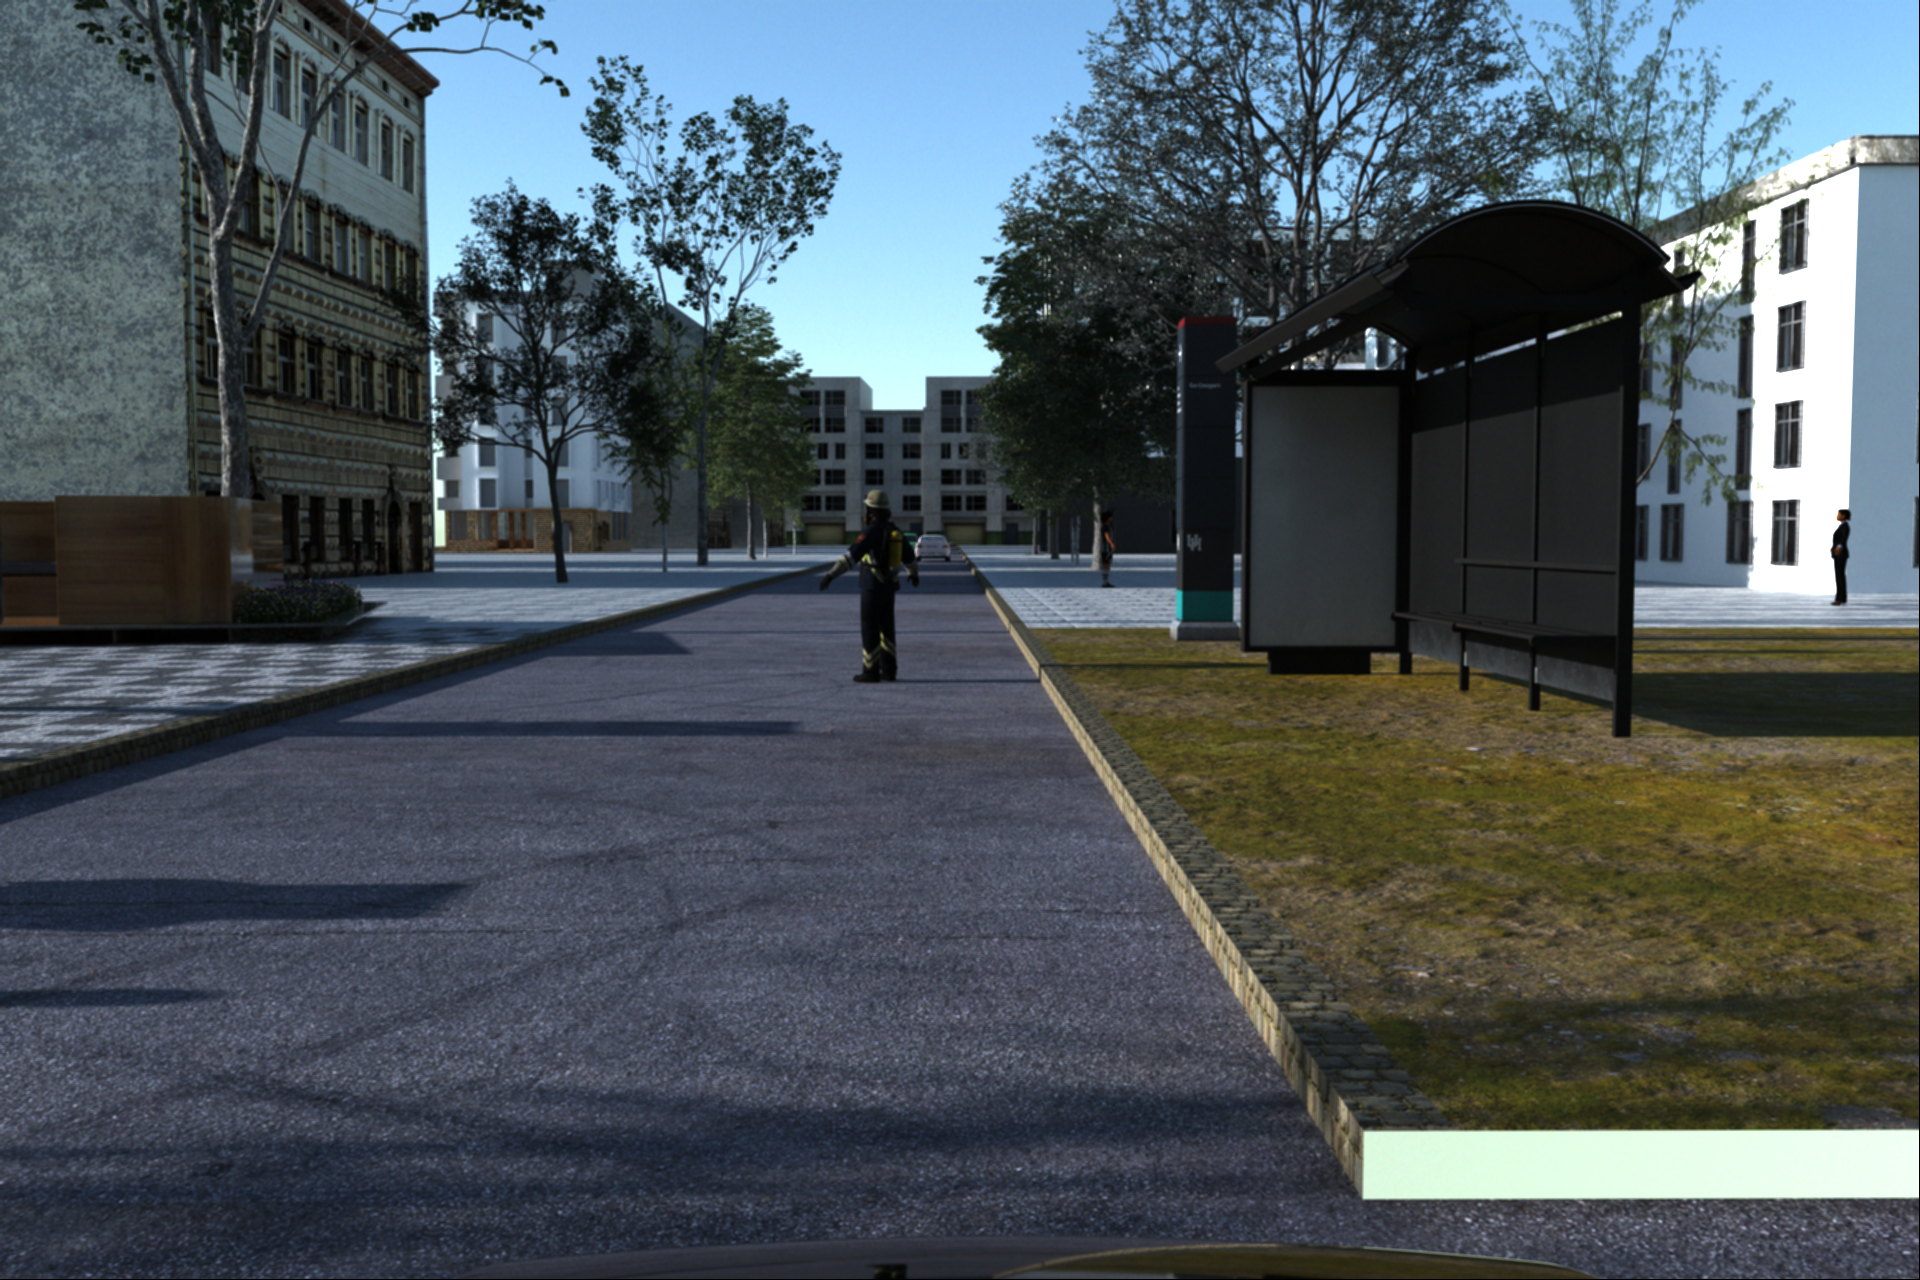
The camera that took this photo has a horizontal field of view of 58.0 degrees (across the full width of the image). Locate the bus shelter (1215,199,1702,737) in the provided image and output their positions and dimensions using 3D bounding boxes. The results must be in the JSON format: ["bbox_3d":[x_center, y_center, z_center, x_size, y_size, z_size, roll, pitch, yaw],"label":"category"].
[{"bbox_3d":[3.416,-1.184,13.277,2.014,3.302,5.546,0,4,-1],"label":"bus shelter"}]

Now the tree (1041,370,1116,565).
[{"bbox_3d":[4.874,-7.395,71.276,4.737,8.622,4.395,0,3,0],"label":"tree"}]

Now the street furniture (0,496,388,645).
[{"bbox_3d":[-10.465,-1.017,23.477,9.812,1.723,11.010,-1,4,-14],"label":"street furniture"}]

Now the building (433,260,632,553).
[{"bbox_3d":[-30.389,-16.184,121.029,16.016,20.090,11.380,0,4,0],"label":"building"}]

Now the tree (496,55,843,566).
[{"bbox_3d":[-11.831,-13.119,70.379,12.611,20.169,13.585,0,3,0],"label":"tree"}]

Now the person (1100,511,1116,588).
[{"bbox_3d":[3.550,-2.162,41.497,0.704,1.843,1.345,0,4,-1],"label":"person"}]

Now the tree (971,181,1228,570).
[{"bbox_3d":[4.892,-9.429,60.825,9.857,13.997,8.962,0,3,0],"label":"tree"}]

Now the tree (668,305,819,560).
[{"bbox_3d":[-10.879,-10.298,86.500,7.486,12.596,7.792,0,3,0],"label":"tree"}]

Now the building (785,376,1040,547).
[{"bbox_3d":[-3.524,-20.326,201.242,31.486,18.905,16.747,0,4,2],"label":"building"}]

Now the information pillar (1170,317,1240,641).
[{"bbox_3d":[2.977,-1.934,21.002,0.750,3.857,0.750,0,4,1],"label":"information pillar"}]

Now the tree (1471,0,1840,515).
[{"bbox_3d":[8.364,-4.371,21.826,4.360,8.622,3.978,0,3,0],"label":"tree"}]

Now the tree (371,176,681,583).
[{"bbox_3d":[-10.832,-6.801,45.616,7.601,10.594,8.767,1,4,19],"label":"tree"}]

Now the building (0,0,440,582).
[{"bbox_3d":[-27.180,-13.347,49.145,19.493,23.208,18.063,0,4,0],"label":"building"}]

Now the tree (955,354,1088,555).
[{"bbox_3d":[4.782,-12.055,107.474,12.009,13.543,11.850,0,3,0],"label":"tree"}]

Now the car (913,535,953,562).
[{"bbox_3d":[-1.430,-4.833,91.383,2.083,1.381,4.827,0,3,0],"label":"car"}]

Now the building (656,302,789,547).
[{"bbox_3d":[-27.671,-20.965,173.705,19.493,23.208,18.063,0,4,0],"label":"building"}]

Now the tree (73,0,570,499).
[{"bbox_3d":[-10.021,-10.224,23.045,12.611,20.169,13.585,0,3,0],"label":"tree"}]

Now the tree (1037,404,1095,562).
[{"bbox_3d":[5.262,-7.876,79.139,4.360,8.622,3.978,0,3,0],"label":"tree"}]

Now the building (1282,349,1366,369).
[{"bbox_3d":[19.702,-8.367,78.941,9.099,9.664,28.070,0,4,0],"label":"building"}]

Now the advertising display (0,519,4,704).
[{"bbox_3d":[-7.285,-0.452,12.598,0.123,1.923,0.974,0,4,-1],"label":"advertising display"}]

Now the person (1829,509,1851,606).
[{"bbox_3d":[15.774,-1.496,31.185,0.721,1.740,1.216,1,4,22],"label":"person"}]

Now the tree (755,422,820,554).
[{"bbox_3d":[-10.665,-9.737,109.559,4.737,8.622,4.395,0,3,0],"label":"tree"}]

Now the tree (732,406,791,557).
[{"bbox_3d":[-10.620,-8.877,95.509,4.360,8.622,3.978,0,3,0],"label":"tree"}]

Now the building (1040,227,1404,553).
[{"bbox_3d":[19.877,-17.600,131.738,27.936,21.610,32.646,0,4,0],"label":"building"}]

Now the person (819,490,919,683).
[{"bbox_3d":[-0.814,-0.525,16.812,0.705,1.856,1.354,3,5,40],"label":"person"}]

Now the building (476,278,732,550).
[{"bbox_3d":[-30.609,-19.609,151.529,19.493,23.208,18.063,0,4,0],"label":"building"}]

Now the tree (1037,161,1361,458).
[{"bbox_3d":[5.907,-6.676,43.563,8.767,10.594,7.601,-2,4,-27],"label":"tree"}]

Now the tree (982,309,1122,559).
[{"bbox_3d":[4.957,-10.345,87.264,7.486,12.596,7.792,0,3,0],"label":"tree"}]

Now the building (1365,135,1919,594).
[{"bbox_3d":[19.532,-6.636,50.641,9.099,9.664,28.070,0,4,0],"label":"building"}]

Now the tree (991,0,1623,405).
[{"bbox_3d":[5.700,-7.256,29.012,12.009,13.543,11.850,0,3,0],"label":"tree"}]

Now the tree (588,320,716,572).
[{"bbox_3d":[-10.274,-6.627,58.709,4.737,8.622,4.395,0,3,0],"label":"tree"}]

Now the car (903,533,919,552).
[{"bbox_3d":[-3.318,-5.997,106.849,1.959,1.807,4.718,0,4,-1],"label":"car"}]
